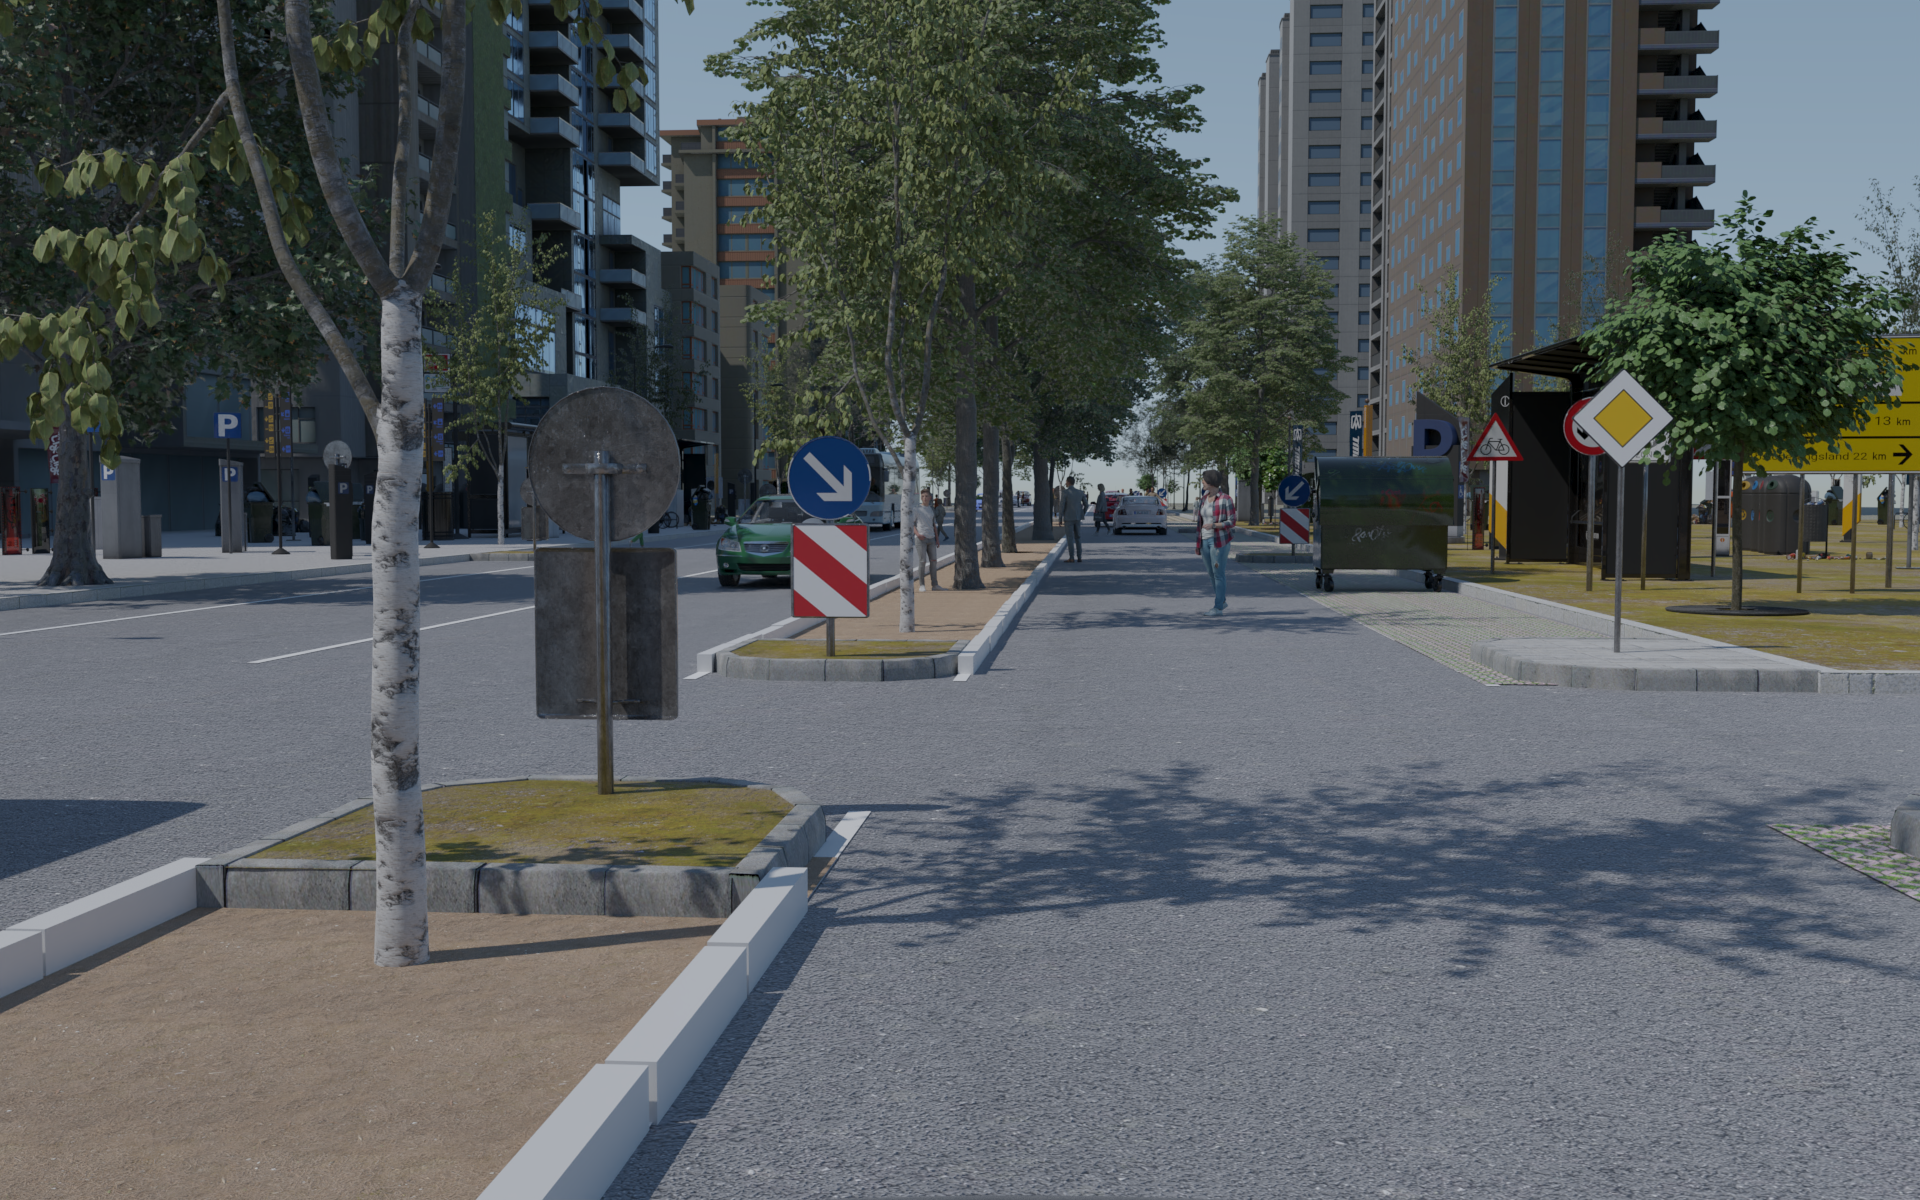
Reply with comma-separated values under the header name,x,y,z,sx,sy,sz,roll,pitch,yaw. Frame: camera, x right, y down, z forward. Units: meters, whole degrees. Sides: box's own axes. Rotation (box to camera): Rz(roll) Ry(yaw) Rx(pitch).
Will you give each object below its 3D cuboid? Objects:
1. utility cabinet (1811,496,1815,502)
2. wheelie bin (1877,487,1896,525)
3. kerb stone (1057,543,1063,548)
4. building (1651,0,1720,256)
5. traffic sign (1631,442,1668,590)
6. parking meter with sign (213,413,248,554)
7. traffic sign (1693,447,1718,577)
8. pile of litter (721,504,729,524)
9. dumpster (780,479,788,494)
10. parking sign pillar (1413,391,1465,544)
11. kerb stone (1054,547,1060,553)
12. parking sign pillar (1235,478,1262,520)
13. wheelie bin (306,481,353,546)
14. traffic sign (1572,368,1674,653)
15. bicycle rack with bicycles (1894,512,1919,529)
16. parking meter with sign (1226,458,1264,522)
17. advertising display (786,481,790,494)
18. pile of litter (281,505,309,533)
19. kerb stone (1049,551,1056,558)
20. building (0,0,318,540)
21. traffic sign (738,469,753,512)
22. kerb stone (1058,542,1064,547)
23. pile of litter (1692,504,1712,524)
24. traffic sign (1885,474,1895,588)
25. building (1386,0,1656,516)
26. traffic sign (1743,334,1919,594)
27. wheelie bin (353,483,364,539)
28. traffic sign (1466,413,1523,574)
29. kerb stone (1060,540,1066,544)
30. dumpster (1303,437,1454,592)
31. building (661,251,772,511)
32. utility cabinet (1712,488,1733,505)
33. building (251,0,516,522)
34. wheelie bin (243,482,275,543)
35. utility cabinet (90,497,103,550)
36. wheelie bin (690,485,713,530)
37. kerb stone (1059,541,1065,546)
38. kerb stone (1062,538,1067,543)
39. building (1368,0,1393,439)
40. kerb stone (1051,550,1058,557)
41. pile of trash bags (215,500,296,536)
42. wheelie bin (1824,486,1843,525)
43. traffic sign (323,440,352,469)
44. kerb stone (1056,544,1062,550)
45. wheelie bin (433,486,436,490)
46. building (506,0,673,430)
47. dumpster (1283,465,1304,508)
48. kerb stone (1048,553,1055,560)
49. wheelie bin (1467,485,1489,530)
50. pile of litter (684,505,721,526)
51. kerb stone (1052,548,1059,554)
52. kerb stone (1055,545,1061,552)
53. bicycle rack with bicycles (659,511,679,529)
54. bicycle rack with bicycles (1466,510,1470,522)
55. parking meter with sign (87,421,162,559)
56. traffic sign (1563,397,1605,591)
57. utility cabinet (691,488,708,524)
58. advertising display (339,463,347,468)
name,x,y,z,sx,sy,sz,roll,pitch,yaw
utility cabinet,28.700,-2.927,59.017,0.306,1.237,1.020,0,4,-6
wheelie bin,38.656,-3.938,72.297,0.693,1.594,0.980,2,4,31
kerb stone,2.420,-1.260,42.792,0.120,0.150,1.000,0,4,5
building,36.408,-27.865,105.709,14.600,45.320,14.200,0,4,5
traffic sign,9.110,-1.279,23.037,0.606,2.300,0.079,1,4,9
parking meter with sign,-15.933,-2.550,37.950,0.543,3.016,1.738,-1,4,-18
traffic sign,11.698,-1.641,26.836,0.884,2.594,0.081,1,4,14
pile of litter,-10.393,-3.639,73.456,1.176,0.858,1.719,2,4,28
dumpster,-8.534,-5.264,88.565,1.502,2.255,1.985,0,4,5
parking sign pillar,12.412,-3.457,44.998,1.447,3.967,1.447,3,5,39
kerb stone,2.165,-1.073,39.736,0.120,0.150,1.000,0,4,5
parking sign pillar,14.065,-5.866,84.375,1.447,3.967,1.447,-1,4,-23
wheelie bin,-15.811,-2.150,43.068,0.693,1.594,0.980,2,4,32
traffic sign,5.313,-0.631,13.951,0.795,2.450,0.064,0,4,5
bicycle rack with bicycles,35.139,-2.978,62.072,2.925,0.926,2.852,-1,4,-16
parking meter with sign,13.242,-5.147,80.407,1.738,3.016,0.543,0,4,3
advertising display,-8.391,-4.939,85.960,0.123,1.923,0.974,1,4,16
pile of litter,-22.310,-2.684,57.851,1.719,0.858,1.176,0,4,-1
kerb stone,1.913,-0.885,36.677,0.120,0.150,1.000,0,4,5
building,-38.332,-28.215,50.555,28.713,52.752,27.495,0,4,5
traffic sign,-10.717,-5.272,86.303,0.768,2.556,0.104,1,4,9
kerb stone,2.493,-1.322,43.811,0.120,0.150,1.000,0,4,5
pile of litter,31.644,-3.646,73.573,1.176,0.858,1.719,-2,4,-30
traffic sign,12.702,-1.438,23.620,0.768,2.556,0.104,1,4,8
building,37.929,-28.728,119.806,14.600,45.320,14.200,0,4,5
traffic sign,11.184,-1.737,22.271,2.265,3.308,0.079,1,4,9
wheelie bin,-17.339,-2.526,49.201,0.980,1.594,0.693,-3,5,-41
traffic sign,8.590,-1.704,27.869,0.884,2.594,0.081,1,4,11
kerb stone,2.658,-1.446,45.853,0.120,0.150,1.000,0,4,5
dumpster,6.182,-1.259,25.536,1.985,2.255,1.502,0,4,6
building,-31.560,-17.977,138.965,27.650,21.520,28.899,0,4,5
utility cabinet,29.958,-3.594,67.442,1.173,1.500,0.318,0,4,3
building,-29.645,-24.186,79.034,14.154,41.232,14.086,0,4,5
wheelie bin,-18.462,-2.304,45.584,0.693,1.594,0.980,-3,4,-38
utility cabinet,-19.656,-1.781,40.273,1.020,1.237,0.306,-3,4,-39
wheelie bin,-9.252,-3.316,62.121,0.693,1.594,0.980,0,4,8
kerb stone,2.575,-1.380,44.831,0.120,0.150,1.000,0,4,5
kerb stone,2.824,-1.568,47.890,0.120,0.150,1.000,0,4,5
building,42.253,-42.701,136.412,20.563,71.187,20.611,0,4,5
kerb stone,2.000,-0.948,37.699,0.120,0.150,1.000,0,4,5
pile of trash bags,-21.015,-2.664,53.301,3.447,1.369,1.912,-2,4,-35
wheelie bin,35.888,-3.860,71.026,0.980,1.594,0.693,-2,4,-25
traffic sign,-14.750,-2.502,41.014,0.768,2.556,0.104,1,4,13
kerb stone,2.331,-1.195,41.774,0.120,0.150,1.000,0,4,5
wheelie bin,-20.239,-3.616,67.035,0.980,1.594,0.693,-1,4,-18
building,-30.840,-48.559,106.617,22.319,86.520,31.000,0,4,5
dumpster,11.516,-3.326,56.868,1.502,2.255,1.985,0,4,4
kerb stone,1.836,-0.823,35.656,0.120,0.150,1.000,0,4,5
wheelie bin,18.345,-3.265,61.296,0.980,1.594,0.693,1,4,10
pile of litter,-10.591,-3.397,69.505,1.719,0.858,1.176,0,4,-5
kerb stone,2.075,-1.008,38.719,0.120,0.150,1.000,0,4,5
kerb stone,2.246,-1.135,40.755,0.120,0.150,1.000,0,4,5
bicycle rack with bicycles,-11.743,-3.123,64.441,2.925,0.926,2.852,-1,4,-18
bicycle rack with bicycles,21.350,-3.935,77.727,2.925,0.926,2.852,1,4,20
parking meter with sign,-16.630,-2.331,34.375,0.543,3.016,1.738,1,4,14
traffic sign,8.306,-1.387,22.784,0.768,2.556,0.104,0,4,6
utility cabinet,-11.285,-4.066,75.158,0.318,1.500,1.173,1,4,11
advertising display,-12.783,-1.879,35.934,0.123,1.923,0.974,-1,4,-17
